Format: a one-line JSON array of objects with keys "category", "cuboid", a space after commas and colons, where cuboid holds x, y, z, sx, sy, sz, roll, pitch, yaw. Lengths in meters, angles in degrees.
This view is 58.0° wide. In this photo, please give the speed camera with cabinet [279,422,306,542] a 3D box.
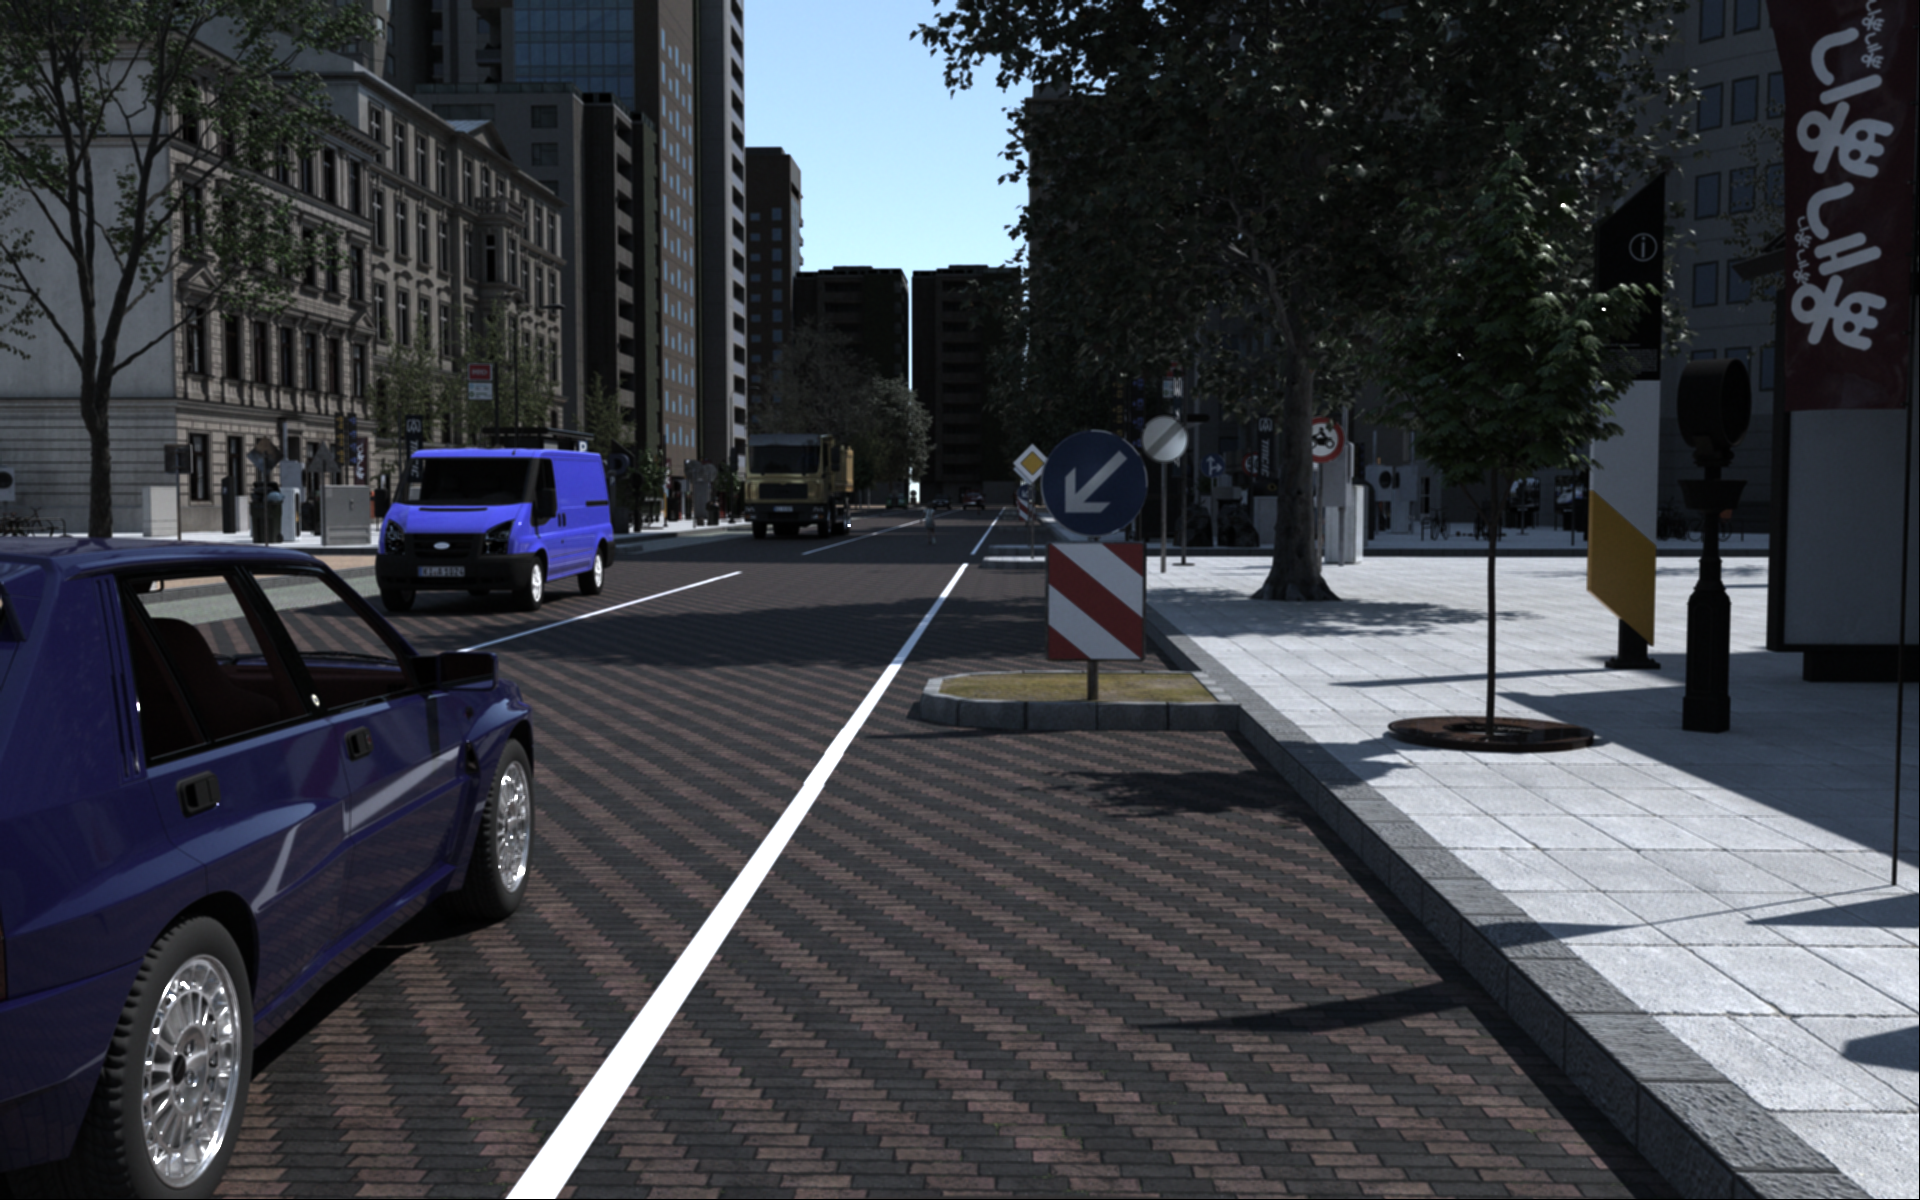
[{"category": "speed camera with cabinet", "cuboid": [-18.276, -3.233, 47.198, 0.660, 3.252, 2.038, -1, 4, -12]}]

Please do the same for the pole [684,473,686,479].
[{"category": "pole", "cuboid": [-17.271, -7.058, 109.244, 0.158, 3.312, 0.155, 0, 3, 0]}]

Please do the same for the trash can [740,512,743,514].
[{"category": "trash can", "cuboid": [-13.134, -5.542, 102.270, 0.748, 1.137, 0.748, 0, 3, 0]}]

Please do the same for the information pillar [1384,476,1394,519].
[{"category": "information pillar", "cuboid": [17.348, -4.010, 70.051, 0.304, 2.012, 0.304, -3, 5, -43]}]

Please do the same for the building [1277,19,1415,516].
[{"category": "building", "cuboid": [26.985, -20.652, 109.361, 14.160, 30.474, 14.107, 0, 4, 2]}]

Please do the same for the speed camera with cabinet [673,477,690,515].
[{"category": "speed camera with cabinet", "cuboid": [-17.197, -6.888, 106.953, 0.660, 3.252, 2.038, -1, 4, -23]}]

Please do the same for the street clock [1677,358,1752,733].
[{"category": "street clock", "cuboid": [4.052, -0.292, 9.346, 0.358, 2.002, 0.471, 3, 5, 43]}]

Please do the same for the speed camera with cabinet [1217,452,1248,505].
[{"category": "speed camera with cabinet", "cuboid": [13.164, -5.348, 81.776, 2.038, 3.252, 0.660, 0, 4, 4]}]

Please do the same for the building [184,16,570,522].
[{"category": "building", "cuboid": [-30.810, -16.747, 92.903, 14.460, 24.649, 34.723, 0, 4, 2]}]

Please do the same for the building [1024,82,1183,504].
[{"category": "building", "cuboid": [22.118, -39.056, 227.802, 27.495, 52.752, 28.713, 0, 4, 2]}]

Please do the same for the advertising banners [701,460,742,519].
[{"category": "advertising banners", "cuboid": [-12.276, -5.690, 89.221, 2.074, 3.025, 0.090, -1, 4, -14]}]

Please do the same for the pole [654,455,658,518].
[{"category": "pole", "cuboid": [-16.009, -5.965, 91.364, 0.158, 3.312, 0.155, 0, 3, 0]}]

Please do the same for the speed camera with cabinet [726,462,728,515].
[{"category": "speed camera with cabinet", "cuboid": [-13.775, -6.953, 108.015, 2.038, 3.252, 0.660, 1, 4, 18]}]

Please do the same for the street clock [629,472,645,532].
[{"category": "street clock", "cuboid": [-10.838, -3.275, 58.110, 0.471, 2.002, 0.358, 1, 4, 10]}]

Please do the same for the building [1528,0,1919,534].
[{"category": "building", "cuboid": [37.268, -31.889, 63.379, 28.212, 58.520, 21.231, 0, 4, 2]}]

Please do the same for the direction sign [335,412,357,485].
[{"category": "direction sign", "cuboid": [-17.097, -3.443, 48.298, 0.379, 3.537, 0.876, 1, 4, 19]}]

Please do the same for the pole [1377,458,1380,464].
[{"category": "pole", "cuboid": [23.359, -6.296, 96.775, 0.158, 3.312, 0.155, 0, 3, 0]}]

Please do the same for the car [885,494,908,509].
[{"category": "car", "cuboid": [-5.482, -8.663, 150.442, 1.959, 1.807, 4.718, 0, 4, 1]}]

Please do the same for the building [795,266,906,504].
[{"category": "building", "cuboid": [-13.801, -27.567, 222.413, 14.107, 30.474, 14.160, 0, 4, 2]}]

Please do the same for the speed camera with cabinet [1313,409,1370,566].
[{"category": "speed camera with cabinet", "cuboid": [6.925, -2.277, 31.573, 0.660, 3.252, 2.038, 1, 4, 21]}]

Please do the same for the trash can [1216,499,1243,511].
[{"category": "trash can", "cuboid": [7.530, -2.249, 48.427, 0.748, 1.137, 0.748, 0, 3, 0]}]

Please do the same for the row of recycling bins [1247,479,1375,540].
[{"category": "row of recycling bins", "cuboid": [9.857, -2.547, 48.748, 3.534, 1.692, 1.069, 0, 4, 0]}]

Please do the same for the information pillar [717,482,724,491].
[{"category": "information pillar", "cuboid": [-12.582, -5.303, 91.193, 0.304, 2.012, 0.304, 2, 4, 33]}]

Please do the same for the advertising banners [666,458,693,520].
[{"category": "advertising banners", "cuboid": [-13.876, -5.452, 85.332, 0.090, 3.025, 2.074, 2, 4, 33]}]

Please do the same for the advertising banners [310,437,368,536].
[{"category": "advertising banners", "cuboid": [-19.089, -3.493, 53.306, 2.074, 3.025, 0.090, 1, 4, 16]}]

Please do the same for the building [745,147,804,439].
[{"category": "building", "cuboid": [-27.932, -35.033, 222.895, 14.200, 45.320, 14.600, 0, 4, 2]}]

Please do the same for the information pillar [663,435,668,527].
[{"category": "information pillar", "cuboid": [-11.574, -4.685, 67.949, 0.183, 3.616, 0.504, -1, 4, -8]}]

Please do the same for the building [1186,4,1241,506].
[{"category": "building", "cuboid": [31.746, -37.993, 163.183, 21.231, 58.520, 28.212, 0, 4, 2]}]

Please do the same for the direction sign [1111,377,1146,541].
[{"category": "direction sign", "cuboid": [3.149, -2.479, 32.521, 0.379, 3.537, 0.876, -3, 5, -40]}]

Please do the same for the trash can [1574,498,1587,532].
[{"category": "trash can", "cuboid": [21.085, -2.867, 58.528, 0.748, 1.137, 0.748, 0, 3, 0]}]

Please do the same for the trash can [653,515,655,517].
[{"category": "trash can", "cuboid": [-17.417, -5.229, 97.143, 0.748, 1.137, 0.748, 0, 3, 0]}]

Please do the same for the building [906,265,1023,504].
[{"category": "building", "cuboid": [0.939, -27.496, 221.263, 14.107, 30.474, 14.160, 0, 4, 2]}]

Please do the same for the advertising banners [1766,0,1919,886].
[{"category": "advertising banners", "cuboid": [3.576, -0.572, 5.548, 2.074, 3.025, 0.090, 0, 4, 5]}]

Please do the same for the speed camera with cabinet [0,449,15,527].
[{"category": "speed camera with cabinet", "cuboid": [-31.700, -3.764, 55.883, 2.038, 3.252, 0.660, -3, 5, -42]}]

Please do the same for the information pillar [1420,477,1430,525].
[{"category": "information pillar", "cuboid": [19.617, -4.191, 73.010, 0.304, 2.012, 0.304, 0, 4, -8]}]

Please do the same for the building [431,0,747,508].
[{"category": "building", "cuboid": [-35.577, -38.355, 169.108, 28.212, 58.520, 21.231, 0, 4, 2]}]

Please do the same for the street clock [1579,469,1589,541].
[{"category": "street clock", "cuboid": [17.228, -2.626, 47.502, 0.471, 2.002, 0.358, 2, 4, 25]}]

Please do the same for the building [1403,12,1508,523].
[{"category": "building", "cuboid": [28.670, -24.405, 82.624, 14.154, 41.232, 14.086, 0, 4, 2]}]

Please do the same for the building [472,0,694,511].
[{"category": "building", "cuboid": [-29.433, -29.894, 138.882, 14.600, 45.320, 14.200, 0, 4, 2]}]

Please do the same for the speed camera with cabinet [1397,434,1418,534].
[{"category": "speed camera with cabinet", "cuboid": [14.215, -3.758, 55.786, 0.660, 3.252, 2.038, 0, 4, 2]}]

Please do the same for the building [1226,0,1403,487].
[{"category": "building", "cuboid": [32.679, -31.371, 132.526, 23.786, 49.044, 30.456, 0, 4, 2]}]

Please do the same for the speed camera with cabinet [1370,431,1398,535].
[{"category": "speed camera with cabinet", "cuboid": [12.521, -3.632, 53.727, 2.038, 3.252, 0.660, -2, 4, -34]}]

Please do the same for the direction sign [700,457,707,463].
[{"category": "direction sign", "cuboid": [-15.578, -6.929, 105.292, 0.379, 3.537, 0.876, 1, 4, 21]}]

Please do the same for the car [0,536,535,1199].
[{"category": "car", "cuboid": [-2.355, 0.483, 4.690, 1.945, 1.354, 3.894, 0, 4, 0]}]

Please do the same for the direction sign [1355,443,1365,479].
[{"category": "direction sign", "cuboid": [17.676, -5.179, 76.681, 0.379, 3.537, 0.876, -1, 4, -13]}]

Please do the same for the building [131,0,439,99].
[{"category": "building", "cuboid": [-63.951, -35.312, 166.593, 27.495, 52.752, 28.713, 0, 4, 2]}]

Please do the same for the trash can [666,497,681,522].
[{"category": "trash can", "cuboid": [-13.452, -4.249, 81.128, 0.748, 1.137, 0.748, 0, 3, 0]}]

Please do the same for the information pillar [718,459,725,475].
[{"category": "information pillar", "cuboid": [-15.924, -7.609, 115.755, 0.504, 3.616, 0.183, -3, 5, -44]}]

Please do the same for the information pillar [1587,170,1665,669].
[{"category": "information pillar", "cuboid": [4.873, -1.303, 12.656, 0.504, 3.616, 0.183, 0, 4, 1]}]

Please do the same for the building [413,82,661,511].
[{"category": "building", "cuboid": [-30.185, -21.622, 125.225, 14.160, 30.474, 14.107, 0, 4, 2]}]

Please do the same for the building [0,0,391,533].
[{"category": "building", "cuboid": [-30.268, -12.322, 66.089, 10.561, 19.102, 19.286, 0, 4, 2]}]
